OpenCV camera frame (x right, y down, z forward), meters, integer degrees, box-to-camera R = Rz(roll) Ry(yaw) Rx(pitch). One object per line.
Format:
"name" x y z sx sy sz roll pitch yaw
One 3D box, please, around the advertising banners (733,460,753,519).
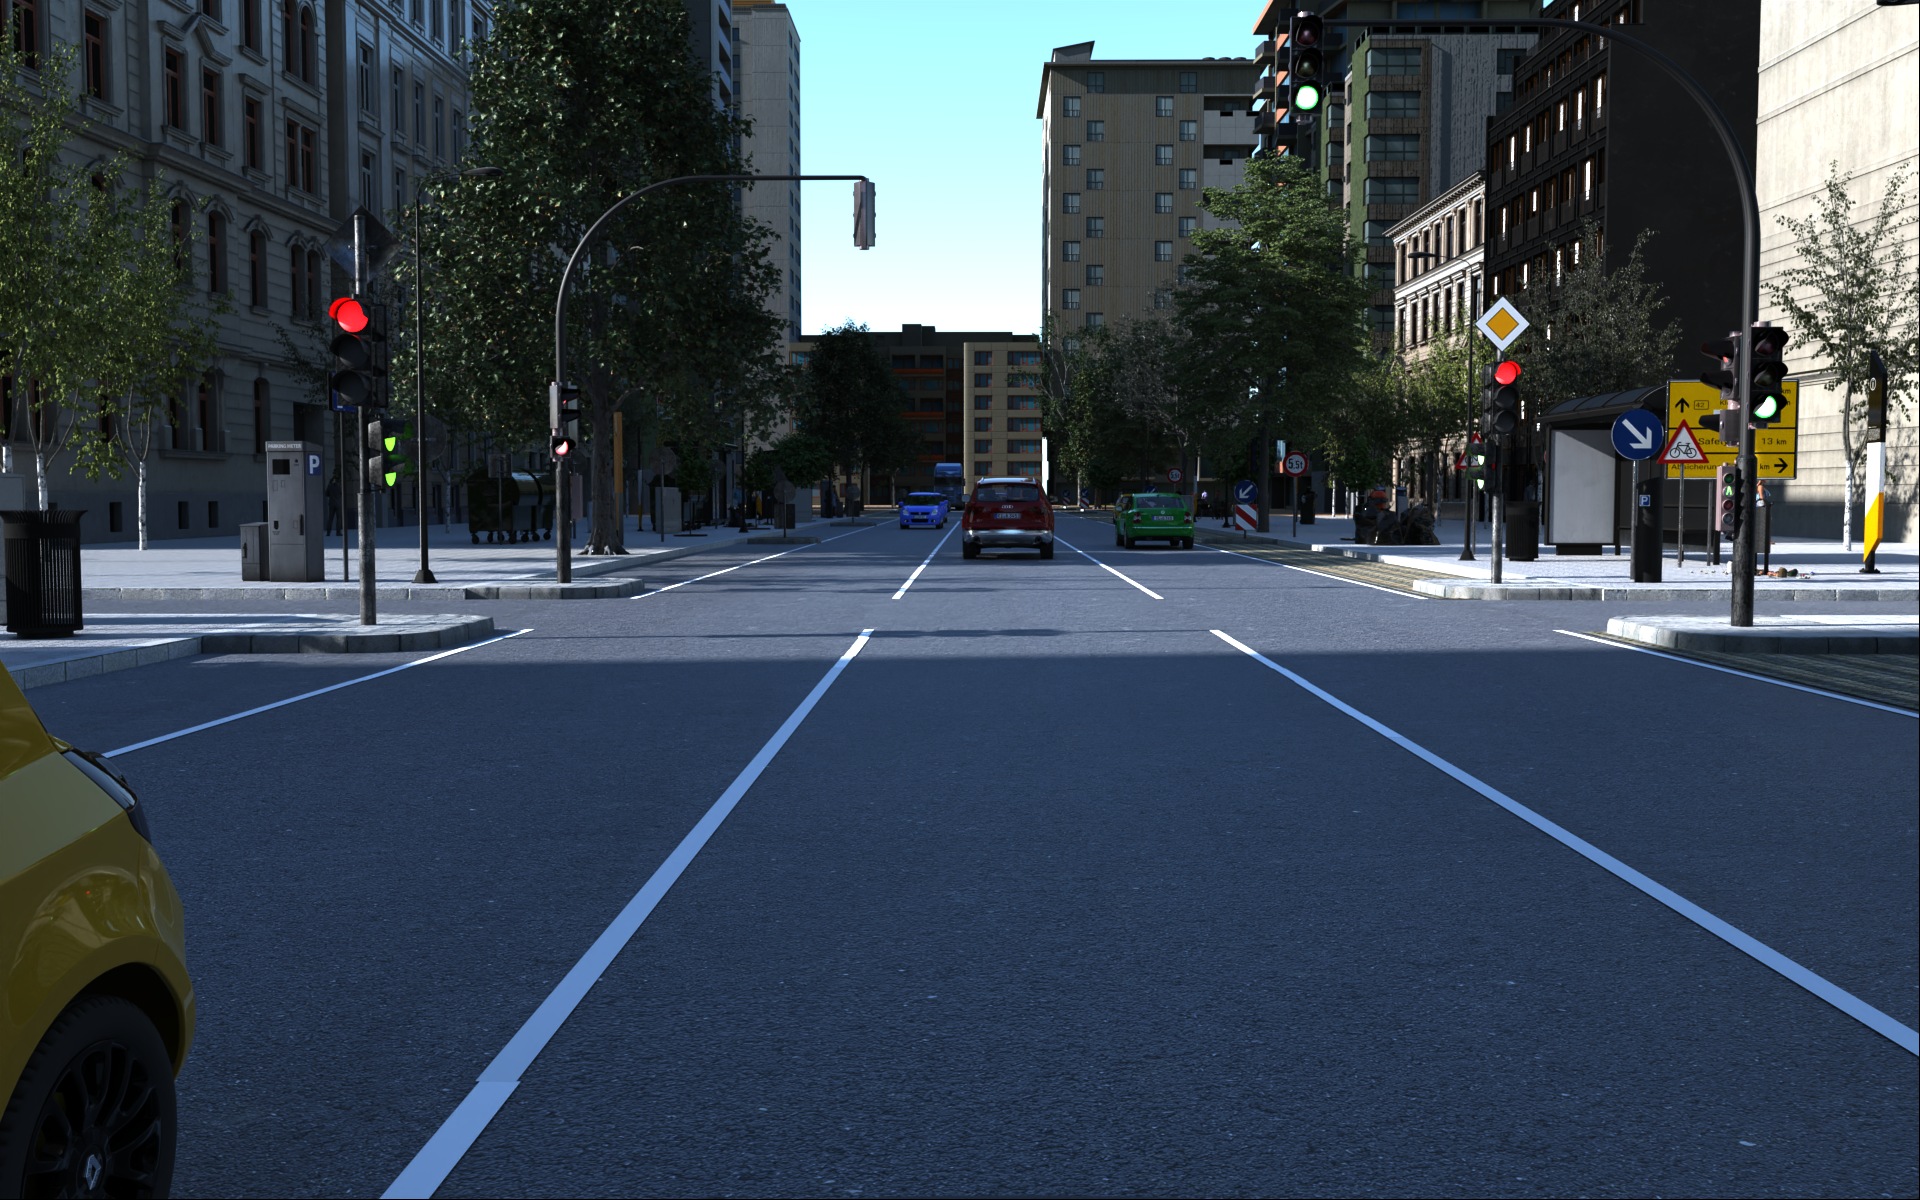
"advertising banners" -11.220 -5.637 88.357 0.090 3.025 2.074 -3 5 -44

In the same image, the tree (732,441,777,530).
"tree" -7.499 -4.158 62.591 1.663 3.219 1.824 0 3 0

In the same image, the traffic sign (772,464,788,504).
"traffic sign" -7.765 -4.521 73.924 0.884 2.594 0.081 0 4 6

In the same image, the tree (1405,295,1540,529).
"tree" 19.139 -6.923 63.546 4.737 8.622 4.395 0 3 0

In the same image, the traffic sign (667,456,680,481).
"traffic sign" -9.603 -3.579 58.630 0.768 2.556 0.104 0 4 2

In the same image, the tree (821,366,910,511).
"tree" -7.365 -12.615 132.005 9.928 11.665 9.643 0 3 0

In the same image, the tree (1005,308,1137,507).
"tree" 11.293 -19.596 176.291 12.611 20.169 13.585 0 3 0

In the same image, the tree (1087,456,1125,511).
"tree" 11.132 -9.117 132.774 4.285 4.588 4.351 0 3 0

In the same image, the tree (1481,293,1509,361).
"tree" 18.650 -6.388 54.800 4.360 8.622 3.978 0 3 0

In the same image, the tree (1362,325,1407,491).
"tree" 19.069 -7.265 69.145 4.737 8.622 4.395 0 3 0

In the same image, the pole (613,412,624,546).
"pole" -8.501 -3.013 43.103 0.158 3.312 0.155 0 3 0

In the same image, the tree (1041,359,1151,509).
"tree" 11.596 -14.015 146.149 9.611 12.733 9.660 0 3 0

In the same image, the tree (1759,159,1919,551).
"tree" 20.173 -5.397 38.601 4.360 8.622 3.978 0 3 0

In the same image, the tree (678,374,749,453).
"tree" -14.271 -9.039 98.142 4.737 8.622 4.395 0 3 0

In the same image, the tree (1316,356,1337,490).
"tree" 19.574 -8.253 85.297 4.360 8.622 3.978 0 3 0

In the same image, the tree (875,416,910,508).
"tree" -6.301 -12.741 158.670 4.737 8.622 4.395 0 3 0

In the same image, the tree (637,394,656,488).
"tree" -15.997 -7.952 80.375 4.360 8.622 3.978 0 3 0

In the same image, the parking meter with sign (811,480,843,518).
"parking meter with sign" -7.231 -5.984 94.096 1.738 3.016 0.543 0 4 -6

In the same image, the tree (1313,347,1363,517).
"tree" 18.170 -7.604 74.686 4.737 8.622 4.395 0 3 0

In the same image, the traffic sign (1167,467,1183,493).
"traffic sign" 10.254 -5.053 82.726 0.768 2.556 0.104 0 4 1

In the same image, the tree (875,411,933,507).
"tree" -6.553 -14.799 176.375 8.767 10.594 7.601 1 4 14

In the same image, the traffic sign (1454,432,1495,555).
"traffic sign" 10.846 -2.232 36.496 0.884 2.594 0.081 0 4 2

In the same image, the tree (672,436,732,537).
"tree" -8.246 -3.540 52.477 1.663 3.219 1.824 0 3 0

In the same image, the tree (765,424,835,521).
"tree" -7.563 -5.991 81.667 4.285 4.588 4.351 0 3 0

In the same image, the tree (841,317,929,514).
"tree" -7.206 -11.948 112.362 9.611 12.733 9.660 0 3 0

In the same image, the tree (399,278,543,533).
"tree" -16.793 -6.508 56.766 4.737 8.622 4.395 0 3 0

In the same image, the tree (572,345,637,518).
"tree" -17.126 -7.644 75.336 4.737 8.622 4.395 0 3 0

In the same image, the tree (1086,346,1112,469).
"tree" 11.779 -11.877 112.309 7.486 12.596 7.792 0 3 0

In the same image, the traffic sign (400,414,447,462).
"traffic sign" -8.530 -1.677 27.530 0.768 2.556 0.104 0 4 4

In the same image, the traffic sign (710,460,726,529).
"traffic sign" -8.997 -3.899 63.849 0.768 2.556 0.104 0 4 1

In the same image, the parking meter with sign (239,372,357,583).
"parking meter with sign" -9.711 -1.776 25.306 1.738 3.016 0.543 1 4 16

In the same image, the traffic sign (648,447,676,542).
"traffic sign" -7.984 -2.833 46.418 0.768 2.556 0.104 1 4 8

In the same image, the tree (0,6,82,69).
"tree" -14.822 -4.690 27.046 4.737 8.622 4.395 0 3 0

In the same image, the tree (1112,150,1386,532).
"tree" 10.534 -8.523 57.482 7.486 12.596 7.792 0 3 0

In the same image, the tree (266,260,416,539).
"tree" -16.862 -6.022 48.818 4.360 8.622 3.978 0 3 0

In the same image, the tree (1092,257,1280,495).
"tree" 11.752 -10.991 90.071 12.009 13.543 11.850 0 3 0

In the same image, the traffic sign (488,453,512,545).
"traffic sign" -11.548 -2.530 43.500 0.606 2.300 0.079 0 4 5

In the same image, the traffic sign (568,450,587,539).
"traffic sign" -11.056 -3.027 49.601 0.768 2.556 0.104 0 4 2

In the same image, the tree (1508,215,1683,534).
"tree" 16.955 -5.812 45.394 4.360 8.622 3.978 0 3 0

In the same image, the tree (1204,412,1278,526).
"tree" 11.316 -5.258 69.689 4.285 4.588 4.351 0 3 0

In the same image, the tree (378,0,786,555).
"tree" -7.687 -7.305 36.440 9.611 12.733 9.660 0 3 0

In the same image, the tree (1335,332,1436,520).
"tree" 19.695 -7.908 79.658 4.360 8.622 3.978 0 3 0

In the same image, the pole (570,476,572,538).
"pole" -11.452 -3.464 50.481 0.158 3.312 0.155 0 3 0

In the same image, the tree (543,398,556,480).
"tree" -16.834 -6.868 62.660 4.737 8.622 4.395 0 3 0

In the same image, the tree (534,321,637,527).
"tree" -15.208 -7.174 67.656 4.360 8.622 3.978 0 3 0

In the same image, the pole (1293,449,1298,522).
"pole" 15.345 -5.217 79.142 0.158 3.312 0.155 0 3 0

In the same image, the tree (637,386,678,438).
"tree" -18.266 -8.758 93.558 4.737 8.622 4.395 0 3 0

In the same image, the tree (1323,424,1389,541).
"tree" 11.128 -3.262 47.936 1.663 3.219 1.824 0 3 0
